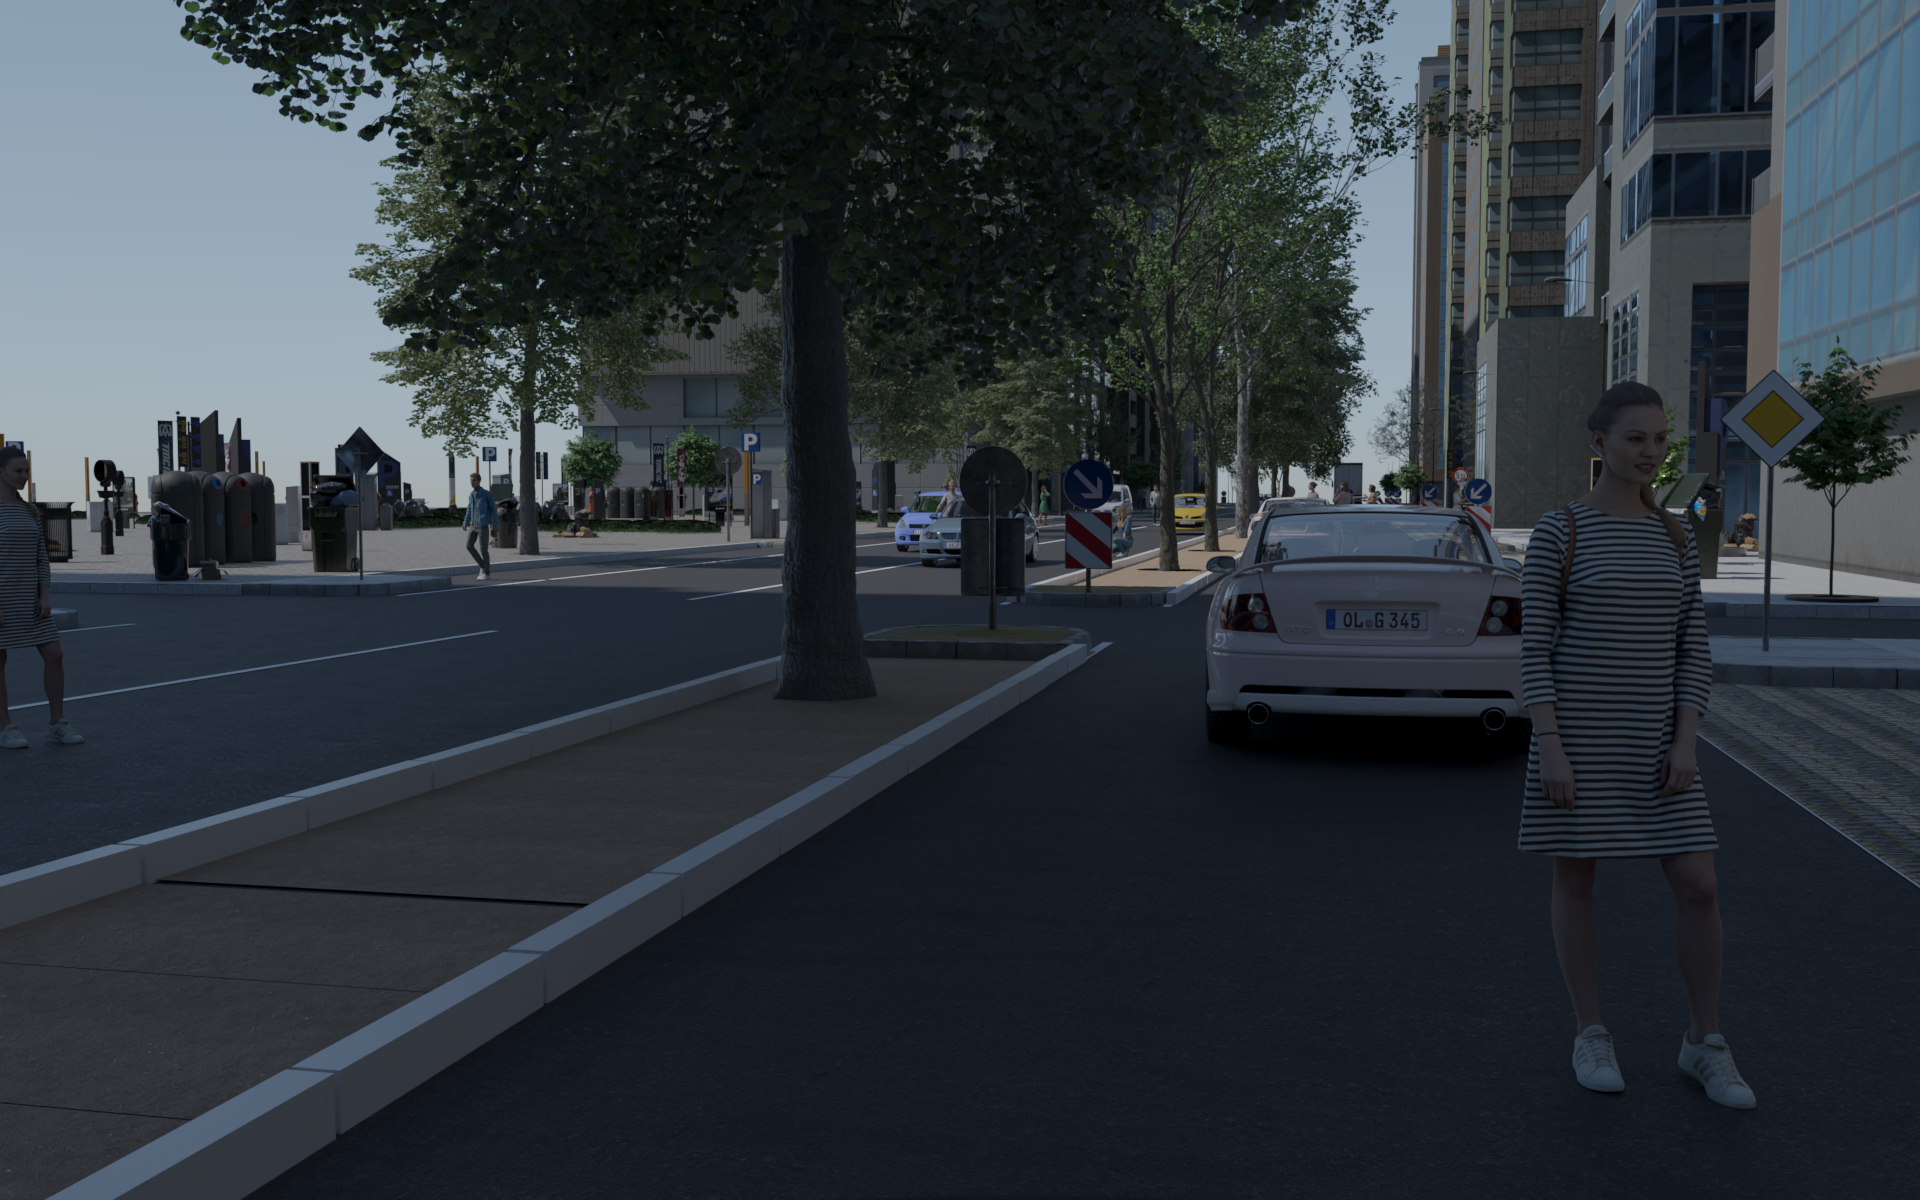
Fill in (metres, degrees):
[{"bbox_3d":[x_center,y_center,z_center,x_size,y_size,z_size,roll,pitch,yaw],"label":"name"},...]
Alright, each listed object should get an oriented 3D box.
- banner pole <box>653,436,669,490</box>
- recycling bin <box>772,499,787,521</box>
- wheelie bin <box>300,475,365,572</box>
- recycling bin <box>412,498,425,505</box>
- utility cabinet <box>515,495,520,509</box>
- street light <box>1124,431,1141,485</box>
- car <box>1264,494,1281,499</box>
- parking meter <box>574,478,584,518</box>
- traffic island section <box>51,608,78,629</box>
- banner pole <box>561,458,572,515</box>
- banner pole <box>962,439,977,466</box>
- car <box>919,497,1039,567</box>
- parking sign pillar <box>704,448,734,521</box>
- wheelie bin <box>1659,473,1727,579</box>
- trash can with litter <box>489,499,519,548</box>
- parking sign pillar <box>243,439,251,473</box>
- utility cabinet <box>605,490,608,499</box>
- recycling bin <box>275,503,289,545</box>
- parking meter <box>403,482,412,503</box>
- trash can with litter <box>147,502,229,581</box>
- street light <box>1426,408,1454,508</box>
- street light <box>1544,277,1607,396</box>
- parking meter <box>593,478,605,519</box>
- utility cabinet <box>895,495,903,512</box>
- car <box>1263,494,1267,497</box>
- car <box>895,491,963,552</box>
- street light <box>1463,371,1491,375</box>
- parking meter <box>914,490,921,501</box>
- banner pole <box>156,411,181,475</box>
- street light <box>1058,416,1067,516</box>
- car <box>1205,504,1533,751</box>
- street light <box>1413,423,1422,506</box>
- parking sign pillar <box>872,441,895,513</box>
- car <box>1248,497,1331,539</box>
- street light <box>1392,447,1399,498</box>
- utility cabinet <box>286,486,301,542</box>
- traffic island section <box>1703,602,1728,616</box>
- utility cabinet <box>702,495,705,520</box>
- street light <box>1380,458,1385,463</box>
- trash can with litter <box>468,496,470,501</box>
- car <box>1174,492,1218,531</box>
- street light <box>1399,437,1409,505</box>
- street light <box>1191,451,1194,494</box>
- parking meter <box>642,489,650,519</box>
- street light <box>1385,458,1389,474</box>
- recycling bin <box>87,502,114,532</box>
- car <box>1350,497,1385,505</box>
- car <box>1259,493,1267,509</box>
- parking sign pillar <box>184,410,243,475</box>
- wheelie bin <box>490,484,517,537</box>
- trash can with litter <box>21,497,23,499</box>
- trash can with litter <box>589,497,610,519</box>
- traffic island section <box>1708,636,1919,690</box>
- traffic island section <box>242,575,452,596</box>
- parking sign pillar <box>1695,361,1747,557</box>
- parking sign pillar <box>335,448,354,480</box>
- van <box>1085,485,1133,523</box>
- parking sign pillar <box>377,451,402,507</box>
[{"bbox_3d":[-12.881,-5.199,75.013,0.863,3.779,0.401,-1,4,-12],"label":"banner pole"},{"bbox_3d":[-8.685,-4.316,83.116,0.722,1.027,0.722,3,5,42],"label":"recycling bin"},{"bbox_3d":[-10.292,-1.262,28.546,0.980,1.594,0.693,0,4,2],"label":"wheelie bin"},{"bbox_3d":[-31.918,-5.459,101.815,0.722,1.027,0.722,0,4,6],"label":"recycling bin"},{"bbox_3d":[-21.370,-4.486,84.508,0.306,1.237,1.020,-3,5,-39],"label":"utility cabinet"},{"bbox_3d":[12.756,-9.546,128.611,1.470,5.913,1.316,1,4,13],"label":"street light"},{"bbox_3d":[25.043,-7.733,138.440,2.014,1.417,4.499,1,4,12],"label":"car"},{"bbox_3d":[-13.392,-3.375,60.896,0.255,1.863,0.399,0,4,6],"label":"parking meter"},{"bbox_3d":[-10.703,0.259,18.051,2.009,0.180,2.903,1,4,13],"label":"traffic island section"},{"bbox_3d":[-23.959,-7.073,105.666,0.863,3.779,0.401,-3,4,-36],"label":"banner pole"},{"bbox_3d":[0.361,-5.415,78.556,0.863,3.779,0.401,1,4,12],"label":"banner pole"},{"bbox_3d":[0.468,-1.430,35.389,2.014,1.417,4.499,1,4,13],"label":"car"},{"bbox_3d":[-11.593,-5.793,83.180,1.447,3.967,1.447,0,4,6],"label":"parking sign pillar"},{"bbox_3d":[11.185,-1.129,26.361,0.693,1.594,0.980,0,4,-7],"label":"wheelie bin"},{"bbox_3d":[-10.877,-1.815,41.062,0.624,1.170,1.055,-3,5,-39],"label":"trash can with litter"},{"bbox_3d":[-25.684,-4.483,61.765,1.447,3.967,1.447,-3,4,-36],"label":"parking sign pillar"},{"bbox_3d":[-19.465,-5.471,98.126,1.173,1.500,0.318,-2,4,-25],"label":"utility cabinet"},{"bbox_3d":[-17.447,-1.913,43.838,0.722,1.027,0.722,-2,4,-31],"label":"recycling bin"},{"bbox_3d":[-26.416,-4.719,82.864,0.399,1.863,0.255,-1,4,-12],"label":"parking meter"},{"bbox_3d":[-11.544,-0.887,25.892,1.055,1.170,0.624,-2,4,-31],"label":"trash can with litter"},{"bbox_3d":[26.076,-7.412,93.719,1.470,5.913,1.316,1,4,13],"label":"street light"},{"bbox_3d":[13.194,-3.949,37.106,1.470,5.913,1.316,1,4,13],"label":"street light"},{"bbox_3d":[-13.249,-3.540,63.591,0.399,1.863,0.255,0,4,2],"label":"parking meter"},{"bbox_3d":[-3.539,-4.982,92.620,1.020,1.237,0.306,-2,4,-31],"label":"utility cabinet"},{"bbox_3d":[38.655,-12.980,221.813,1.945,1.707,3.694,1,4,12],"label":"car"},{"bbox_3d":[-0.452,-2.106,44.016,1.945,1.707,3.694,1,4,14],"label":"car"},{"bbox_3d":[19.691,-5.680,65.408,1.470,5.913,1.316,1,4,13],"label":"street light"},{"bbox_3d":[-2.460,-5.592,99.843,0.372,1.533,0.369,0,3,0],"label":"parking meter"},{"bbox_3d":[-23.626,-3.786,51.921,0.401,3.779,0.863,3,5,39],"label":"banner pole"},{"bbox_3d":[6.387,-7.834,100.627,1.470,5.913,1.316,1,4,13],"label":"street light"},{"bbox_3d":[2.600,0.073,11.162,2.083,1.381,4.827,1,4,12],"label":"car"},{"bbox_3d":[30.295,-8.586,112.924,1.470,5.913,1.316,1,4,13],"label":"street light"},{"bbox_3d":[-3.845,-6.029,87.048,1.447,3.967,1.447,3,5,40],"label":"parking sign pillar"},{"bbox_3d":[7.064,-1.457,36.188,2.083,1.381,4.827,1,4,14],"label":"car"},{"bbox_3d":[43.081,-12.028,169.203,1.470,5.913,1.316,1,4,13],"label":"street light"},{"bbox_3d":[-17.747,-2.288,46.095,0.318,1.500,1.173,-1,4,-18],"label":"utility cabinet"},{"bbox_3d":[8.360,0.020,21.955,2.009,0.180,2.903,1,4,13],"label":"traffic island section"},{"bbox_3d":[-12.305,-4.599,86.363,1.020,1.237,0.306,-2,4,-25],"label":"utility cabinet"},{"bbox_3d":[54.785,-15.235,221.628,1.470,5.913,1.316,1,4,13],"label":"street light"},{"bbox_3d":[-24.068,-4.497,84.582,1.678,1.210,2.233,0,4,1],"label":"trash can with litter"},{"bbox_3d":[8.202,-3.147,61.677,2.015,1.641,3.980,1,4,11],"label":"car"},{"bbox_3d":[36.717,-10.297,140.897,1.470,5.913,1.316,1,4,13],"label":"street light"},{"bbox_3d":[24.946,-12.851,182.650,1.470,5.913,1.316,1,4,13],"label":"street light"},{"bbox_3d":[-15.709,-4.790,86.719,0.372,1.533,0.369,0,3,0],"label":"parking meter"},{"bbox_3d":[48.419,-13.486,193.032,1.470,5.913,1.316,1,4,13],"label":"street light"},{"bbox_3d":[-29.023,-2.808,58.459,0.722,1.027,0.722,-2,4,-34],"label":"recycling bin"},{"bbox_3d":[15.452,-3.275,66.134,1.945,1.354,3.894,1,4,11],"label":"car"},{"bbox_3d":[20.482,-6.803,120.816,1.945,1.707,3.694,1,4,14],"label":"car"},{"bbox_3d":[-24.369,-4.124,55.902,1.447,3.967,1.447,1,4,18],"label":"parking sign pillar"},{"bbox_3d":[-13.706,-2.685,51.807,0.980,1.594,0.693,0,4,-3],"label":"wheelie bin"},{"bbox_3d":[-60.420,-6.103,111.172,0.624,1.170,1.055,-1,4,-16],"label":"trash can with litter"},{"bbox_3d":[-17.412,-4.396,83.266,1.055,1.170,0.624,-3,5,-45],"label":"trash can with litter"},{"bbox_3d":[6.606,0.496,14.164,2.009,0.180,2.903,1,4,13],"label":"traffic island section"},{"bbox_3d":[-8.949,-0.218,25.842,2.009,0.180,2.903,1,4,13],"label":"traffic island section"},{"bbox_3d":[15.518,-2.893,35.778,1.447,3.967,1.447,2,4,31],"label":"parking sign pillar"},{"bbox_3d":[-35.839,-6.876,100.897,1.447,3.967,1.447,1,4,12],"label":"parking sign pillar"},{"bbox_3d":[6.592,-4.248,76.466,2.013,2.044,4.112,1,4,13],"label":"van"},{"bbox_3d":[-32.725,-6.779,99.315,1.447,3.967,1.447,-1,4,-20],"label":"parking sign pillar"}]
